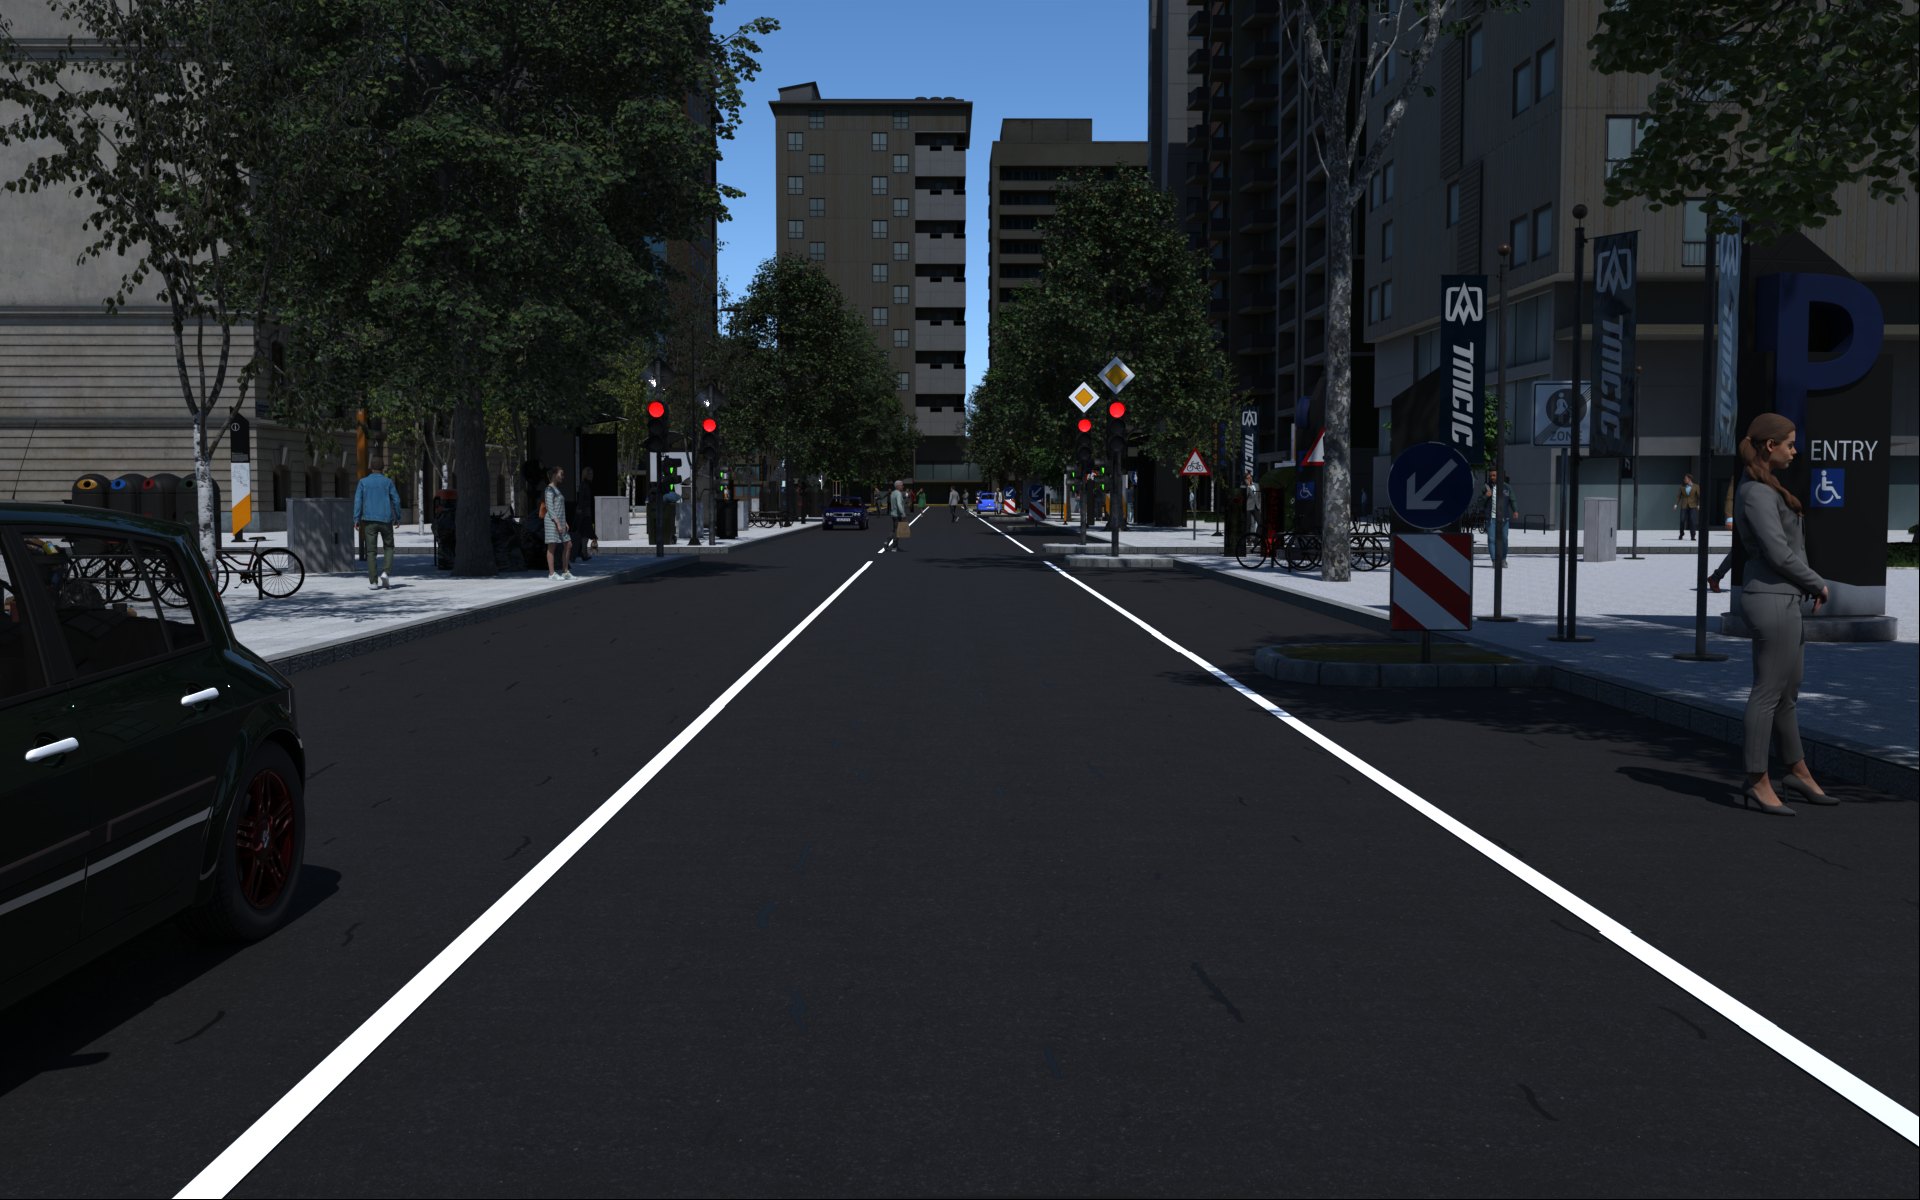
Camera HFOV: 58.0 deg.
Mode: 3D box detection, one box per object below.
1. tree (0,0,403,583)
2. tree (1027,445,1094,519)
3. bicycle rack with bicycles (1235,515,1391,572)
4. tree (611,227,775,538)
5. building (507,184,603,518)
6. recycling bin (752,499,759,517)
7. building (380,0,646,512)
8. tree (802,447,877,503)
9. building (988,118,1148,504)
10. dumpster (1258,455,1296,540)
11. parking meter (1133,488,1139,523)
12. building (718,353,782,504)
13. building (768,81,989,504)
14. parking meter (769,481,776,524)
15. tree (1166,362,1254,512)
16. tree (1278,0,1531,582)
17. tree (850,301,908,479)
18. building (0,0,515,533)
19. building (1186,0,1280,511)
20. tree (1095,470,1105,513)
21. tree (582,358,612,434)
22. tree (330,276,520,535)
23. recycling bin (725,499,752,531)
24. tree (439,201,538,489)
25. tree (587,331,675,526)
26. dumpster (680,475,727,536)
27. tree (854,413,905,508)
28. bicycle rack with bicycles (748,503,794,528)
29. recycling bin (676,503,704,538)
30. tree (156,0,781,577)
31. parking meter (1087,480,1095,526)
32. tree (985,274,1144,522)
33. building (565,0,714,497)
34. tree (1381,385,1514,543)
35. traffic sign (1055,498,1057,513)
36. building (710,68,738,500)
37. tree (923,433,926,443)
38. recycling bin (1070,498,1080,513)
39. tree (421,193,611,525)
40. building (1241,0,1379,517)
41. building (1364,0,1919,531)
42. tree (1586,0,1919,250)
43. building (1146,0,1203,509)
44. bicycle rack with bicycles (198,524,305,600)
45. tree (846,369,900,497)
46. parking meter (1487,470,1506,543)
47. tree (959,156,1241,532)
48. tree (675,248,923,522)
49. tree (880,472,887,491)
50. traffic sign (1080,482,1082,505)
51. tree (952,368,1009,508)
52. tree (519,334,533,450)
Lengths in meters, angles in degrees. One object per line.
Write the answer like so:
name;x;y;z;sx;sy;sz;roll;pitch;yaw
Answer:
tree;-7.165;-4.027;16.204;4.360;8.622;3.978;0;3;0
tree;5.137;-6.419;88.661;4.285;4.588;4.351;0;3;0
bicycle rack with bicycles;6.141;-0.977;29.353;2.925;0.926;2.852;0;4;2
tree;-7.135;-5.881;46.522;4.360;8.622;3.978;0;3;0
building;-28.042;-16.218;101.328;11.583;22.565;21.152;0;4;-1
recycling bin;-11.334;-5.167;97.029;0.722;1.027;0.722;-1;4;-10
building;-37.748;-26.829;130.539;32.217;40.220;23.993;0;4;-1
tree;-7.495;-7.172;100.968;4.285;4.588;4.351;0;3;0
building;14.445;-36.887;226.805;21.600;48.544;21.300;0;4;-1
dumpster;8.381;-2.527;43.817;1.502;2.255;1.985;0;4;-1
parking meter;7.825;-4.151;76.272;0.372;1.533;0.369;0;3;0
building;-39.360;-23.534;229.819;28.899;21.520;27.650;0;4;-1
building;-10.140;-39.205;230.248;27.495;52.752;28.713;0;4;-1
parking meter;-8.051;-4.198;74.355;0.255;1.863;0.399;-1;4;-19
tree;14.170;-8.870;95.386;4.737;8.622;4.395;0;3;0
tree;6.833;-10.292;24.171;12.611;20.169;13.585;0;3;0
tree;-8.308;-12.667;113.760;9.857;13.997;8.962;0;3;0
building;-28.492;-15.553;73.373;14.460;24.649;34.723;0;4;-1
building;29.727;-29.526;137.378;22.147;44.769;28.867;0;4;-1
tree;9.573;-7.519;117.534;1.663;3.219;1.824;0;3;0
tree;-18.300;-7.769;77.389;4.360;8.622;3.978;0;3;0
tree;-16.941;-6.306;53.471;4.737;8.622;4.395;0;3;0
recycling bin;-7.860;-2.951;60.801;0.722;1.027;0.722;1;4;9
tree;-13.165;-5.737;44.168;4.360;8.622;3.978;0;3;0
tree;-13.245;-7.244;68.800;4.737;8.622;4.395;0;3;0
dumpster;-7.968;-2.932;53.699;1.264;1.857;1.865;0;4;0
tree;-8.571;-14.021;163.654;7.601;10.594;8.767;1;4;17
bicycle rack with bicycles;-7.813;-3.201;65.717;2.925;0.926;2.852;0;4;-3
recycling bin;-7.925;-2.337;50.762;0.722;1.027;0.722;-1;4;-17
tree;-7.627;-7.344;26.722;9.857;13.997;8.962;0;3;0
parking meter;5.330;-3.967;70.566;0.255;1.863;0.399;1;4;19
tree;5.018;-9.433;79.979;9.928;11.665;9.643;0;3;0
building;-29.262;-30.546;149.532;14.600;45.320;14.200;0;4;-1
tree;12.731;-3.767;45.309;4.285;4.588;4.351;0;3;0
traffic sign;6.594;-7.264;118.868;0.768;2.556;0.104;0;4;6
building;-36.547;-31.433;168.561;28.867;44.769;22.147;0;4;-1
tree;-8.295;-15.855;176.242;9.611;12.733;9.660;0;3;0
recycling bin;7.995;-6.461;118.185;0.722;1.027;0.722;-2;4;-35
tree;-15.452;-8.239;60.470;9.928;11.665;9.643;0;3;0
building;28.545;-40.494;100.333;20.563;71.187;20.611;0;4;-1
building;32.750;-29.412;70.125;27.495;52.752;28.713;0;4;-1
tree;5.594;-5.488;7.851;7.486;12.596;7.792;0;3;0
building;28.485;-38.139;165.570;21.231;58.520;28.212;0;4;-1
bicycle rack with bicycles;-9.415;-0.411;20.101;2.925;0.926;2.852;0;4;-6
tree;-8.272;-12.347;127.624;9.928;11.665;9.643;0;3;0
parking meter;13.270;-2.274;42.887;0.399;1.863;0.255;0;4;1
tree;5.248;-8.690;59.092;9.611;12.733;9.660;0;3;0
tree;-8.022;-10.031;81.010;9.611;12.733;9.660;0;3;0
tree;-9.208;-12.405;186.537;4.285;4.588;4.351;0;3;0
traffic sign;7.704;-6.762;110.664;0.768;2.556;0.104;0;4;2
tree;4.337;-15.242;159.577;12.009;13.543;11.850;0;3;0
tree;-18.748;-7.443;72.049;4.737;8.622;4.395;0;3;0
